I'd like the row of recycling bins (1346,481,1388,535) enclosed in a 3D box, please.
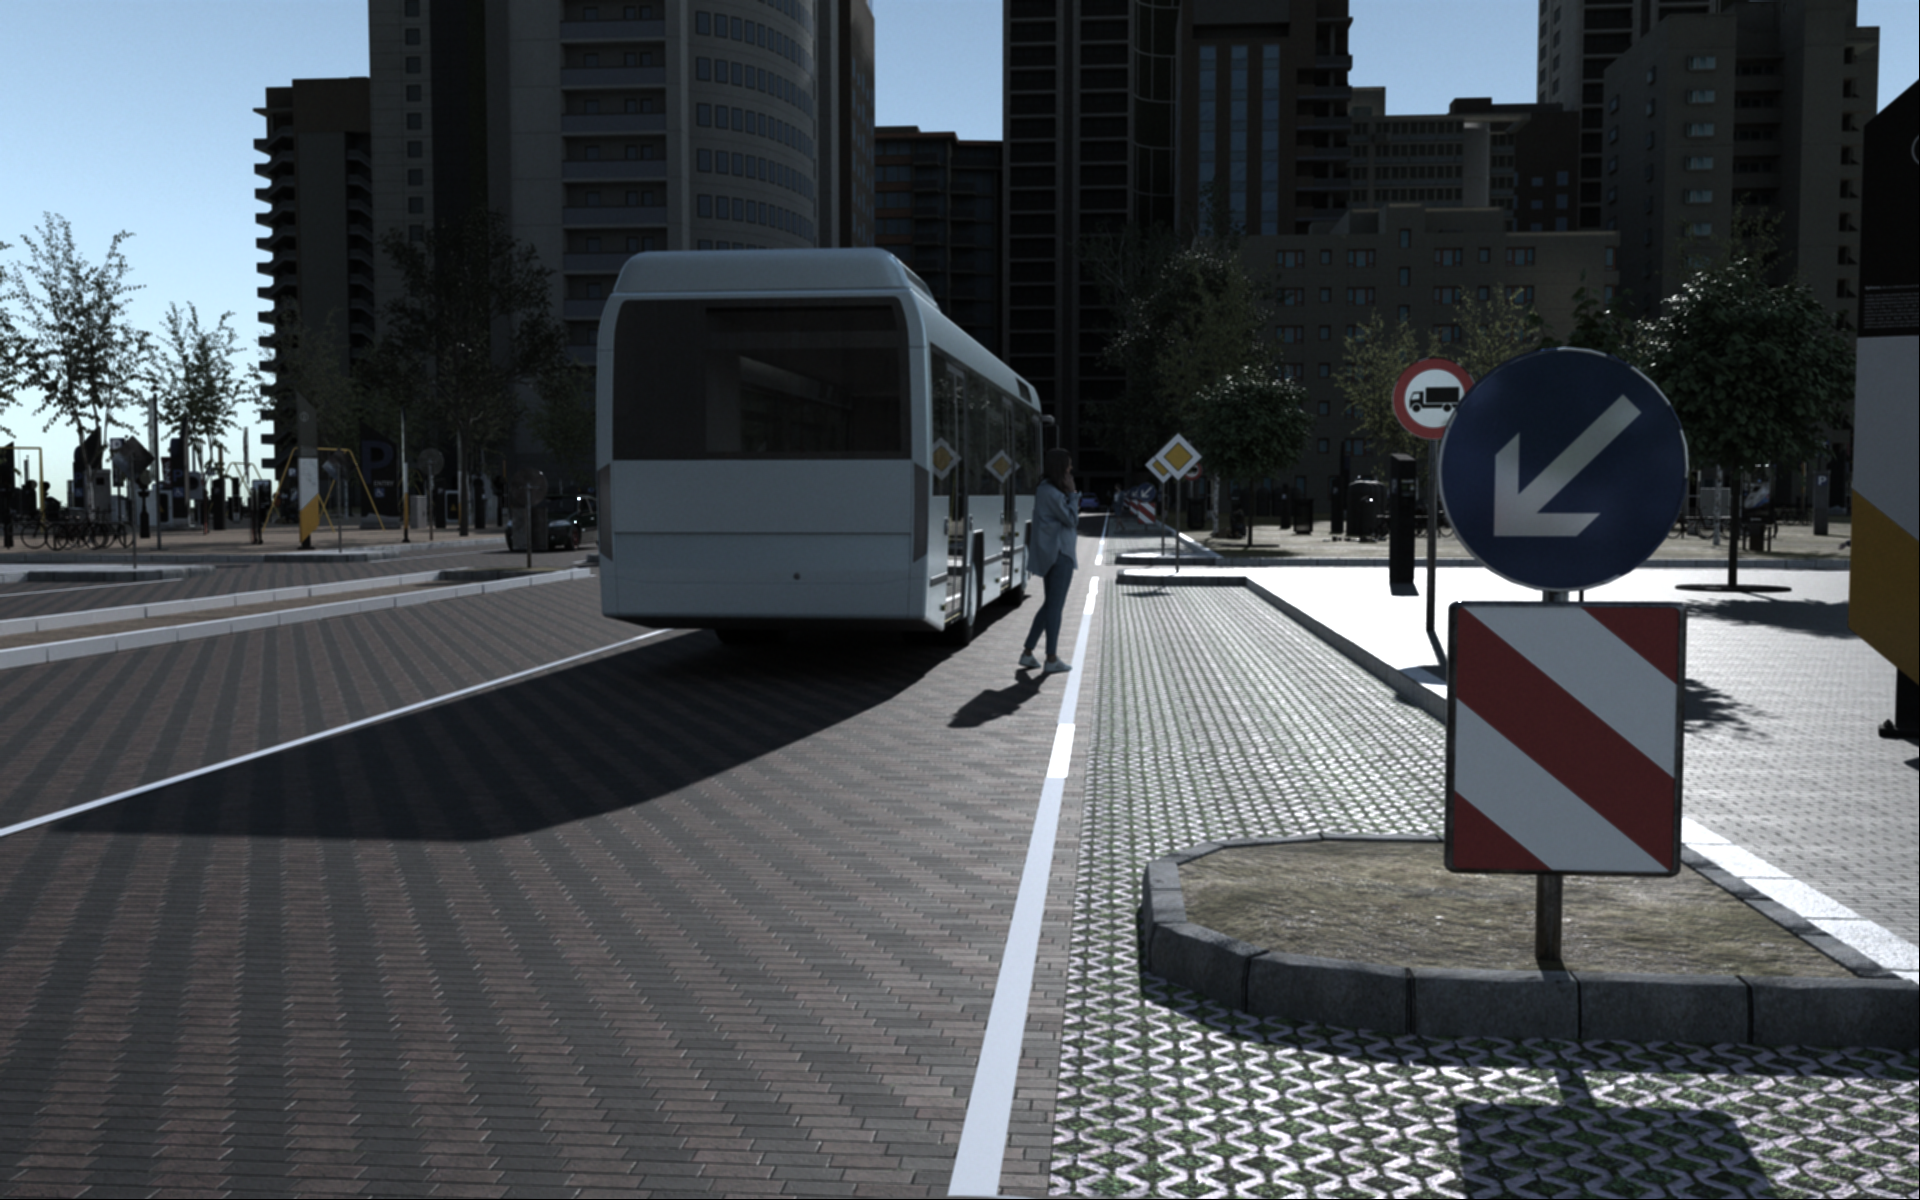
[{"bbox_3d":[13.235,-2.995,56.080,1.069,1.692,3.534,1,4,23],"label":"row of recycling bins"}]

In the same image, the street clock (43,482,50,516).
[{"bbox_3d":[-53.306,-5.895,100.957,0.471,2.002,0.358,0,4,8],"label":"street clock"}]

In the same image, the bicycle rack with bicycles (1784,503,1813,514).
[{"bbox_3d":[33.995,-3.586,72.015,2.925,0.926,2.852,1,4,22],"label":"bicycle rack with bicycles"}]

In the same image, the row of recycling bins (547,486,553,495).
[{"bbox_3d":[-21.671,-5.254,93.017,1.069,1.692,3.534,1,4,10],"label":"row of recycling bins"}]

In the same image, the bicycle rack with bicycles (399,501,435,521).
[{"bbox_3d":[-25.973,-4.289,83.505,2.925,0.926,2.852,-2,4,-24],"label":"bicycle rack with bicycles"}]

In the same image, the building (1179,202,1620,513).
[{"bbox_3d":[30.712,-17.392,129.399,27.650,21.520,28.899,0,4,5],"label":"building"}]

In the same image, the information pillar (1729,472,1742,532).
[{"bbox_3d":[25.701,-3.234,57.372,0.304,2.012,0.304,1,4,10],"label":"information pillar"}]

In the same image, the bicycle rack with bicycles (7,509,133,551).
[{"bbox_3d":[-20.807,-1.676,40.786,2.852,0.926,2.925,2,4,30],"label":"bicycle rack with bicycles"}]

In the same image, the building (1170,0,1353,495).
[{"bbox_3d":[25.914,-30.659,151.388,14.600,45.320,14.200,0,4,5],"label":"building"}]

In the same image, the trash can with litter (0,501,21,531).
[{"bbox_3d":[-34.311,-3.086,61.516,1.678,1.210,2.233,-2,4,-31],"label":"trash can with litter"}]

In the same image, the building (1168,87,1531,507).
[{"bbox_3d":[36.684,-29.249,170.101,32.217,40.220,23.993,0,4,5],"label":"building"}]

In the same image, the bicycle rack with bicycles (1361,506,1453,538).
[{"bbox_3d":[13.370,-2.352,51.834,2.925,0.926,2.852,0,4,-4],"label":"bicycle rack with bicycles"}]

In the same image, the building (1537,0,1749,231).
[{"bbox_3d":[79.199,-46.579,199.816,20.611,71.187,20.563,0,4,5],"label":"building"}]

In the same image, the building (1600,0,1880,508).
[{"bbox_3d":[76.042,-33.332,168.674,21.600,48.544,21.300,0,4,5],"label":"building"}]

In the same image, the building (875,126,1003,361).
[{"bbox_3d":[-8.714,-33.921,209.237,28.867,44.769,22.147,0,4,5],"label":"building"}]

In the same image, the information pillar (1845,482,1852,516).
[{"bbox_3d":[52.611,-5.992,102.468,0.304,2.012,0.304,-3,5,-43],"label":"information pillar"}]

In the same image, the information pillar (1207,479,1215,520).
[{"bbox_3d":[12.616,-5.047,87.017,0.304,2.012,0.304,-3,4,-36],"label":"information pillar"}]

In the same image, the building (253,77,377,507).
[{"bbox_3d":[-64.446,-32.655,184.027,14.200,45.320,14.600,0,4,5],"label":"building"}]

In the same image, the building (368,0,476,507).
[{"bbox_3d":[-46.664,-45.313,179.119,20.611,71.187,20.563,0,4,5],"label":"building"}]

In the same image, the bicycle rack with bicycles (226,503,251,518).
[{"bbox_3d":[-39.044,-4.956,94.419,2.925,0.926,2.852,-3,5,-41],"label":"bicycle rack with bicycles"}]

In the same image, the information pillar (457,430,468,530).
[{"bbox_3d":[-17.787,-4.317,61.934,0.504,3.616,0.183,3,4,39],"label":"information pillar"}]

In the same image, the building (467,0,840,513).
[{"bbox_3d":[-21.445,-35.783,127.048,21.231,58.520,28.212,0,4,5],"label":"building"}]

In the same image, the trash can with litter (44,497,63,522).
[{"bbox_3d":[-40.328,-4.030,77.283,0.624,1.170,1.055,1,4,19],"label":"trash can with litter"}]

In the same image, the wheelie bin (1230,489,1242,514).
[{"bbox_3d":[16.413,-5.780,102.404,0.980,1.594,0.693,3,5,40],"label":"wheelie bin"}]

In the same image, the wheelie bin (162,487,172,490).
[{"bbox_3d":[-36.534,-4.410,80.005,0.693,1.594,0.980,1,4,21],"label":"wheelie bin"}]

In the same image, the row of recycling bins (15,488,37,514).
[{"bbox_3d":[-59.645,-6.216,108.749,1.069,1.692,3.534,2,4,24],"label":"row of recycling bins"}]

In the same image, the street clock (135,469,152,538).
[{"bbox_3d":[-23.732,-2.802,50.375,0.358,2.002,0.471,2,4,24],"label":"street clock"}]

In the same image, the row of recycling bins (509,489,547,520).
[{"bbox_3d":[-14.968,-3.214,59.660,1.069,1.692,3.534,-1,4,-17],"label":"row of recycling bins"}]

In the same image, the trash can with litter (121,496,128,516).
[{"bbox_3d":[-48.624,-5.553,101.851,2.233,1.210,1.678,-1,4,-22],"label":"trash can with litter"}]

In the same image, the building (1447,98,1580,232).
[{"bbox_3d":[61.577,-33.564,198.884,14.200,45.320,14.600,0,4,5],"label":"building"}]

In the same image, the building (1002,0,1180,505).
[{"bbox_3d":[15.845,-46.913,205.287,20.611,71.187,20.563,0,4,5],"label":"building"}]

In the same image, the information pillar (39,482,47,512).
[{"bbox_3d":[-54.093,-5.976,102.191,0.304,2.012,0.304,-1,4,-15],"label":"information pillar"}]

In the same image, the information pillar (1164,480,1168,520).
[{"bbox_3d":[10.337,-5.071,87.406,0.304,2.012,0.304,0,4,3],"label":"information pillar"}]

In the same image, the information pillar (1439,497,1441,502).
[{"bbox_3d":[23.997,-5.780,85.864,0.504,3.616,0.183,2,4,27],"label":"information pillar"}]

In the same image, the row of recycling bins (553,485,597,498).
[{"bbox_3d":[-16.729,-4.402,79.082,1.069,1.692,3.534,3,4,36],"label":"row of recycling bins"}]

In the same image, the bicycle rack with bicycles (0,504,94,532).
[{"bbox_3d":[-34.296,-3.148,64.852,2.925,0.926,2.852,-1,4,-21],"label":"bicycle rack with bicycles"}]

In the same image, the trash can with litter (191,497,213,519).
[{"bbox_3d":[-38.617,-4.716,88.166,1.678,1.210,2.233,0,4,-3],"label":"trash can with litter"}]

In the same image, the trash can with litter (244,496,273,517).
[{"bbox_3d":[-40.241,-5.411,99.531,2.233,1.210,1.678,-1,4,-22],"label":"trash can with litter"}]

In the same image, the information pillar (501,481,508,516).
[{"bbox_3d":[-26.588,-5.906,101.063,0.304,2.012,0.304,1,4,15],"label":"information pillar"}]

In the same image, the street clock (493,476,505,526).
[{"bbox_3d":[-18.235,-3.915,68.581,0.471,2.002,0.358,-1,4,-18],"label":"street clock"}]

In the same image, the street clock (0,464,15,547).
[{"bbox_3d":[-23.128,-2.293,42.064,0.358,2.002,0.471,-1,4,-21],"label":"street clock"}]

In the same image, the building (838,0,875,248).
[{"bbox_3d":[-15.060,-30.461,148.141,14.600,45.320,14.200,0,4,5],"label":"building"}]

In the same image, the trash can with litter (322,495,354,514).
[{"bbox_3d":[-40.315,-6.162,111.801,2.233,1.210,1.678,0,4,-5],"label":"trash can with litter"}]

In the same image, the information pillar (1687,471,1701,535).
[{"bbox_3d":[23.000,-3.045,54.283,0.304,2.012,0.304,2,4,35],"label":"information pillar"}]

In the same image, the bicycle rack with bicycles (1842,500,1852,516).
[{"bbox_3d":[52.085,-5.279,99.698,2.852,0.926,2.925,3,5,42],"label":"bicycle rack with bicycles"}]

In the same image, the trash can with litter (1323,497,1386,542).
[{"bbox_3d":[10.782,-2.222,47.389,2.233,1.210,1.678,-1,4,-20],"label":"trash can with litter"}]

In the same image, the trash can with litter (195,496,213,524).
[{"bbox_3d":[-31.729,-3.777,73.147,1.055,1.170,0.624,-2,4,-28],"label":"trash can with litter"}]

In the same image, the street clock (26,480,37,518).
[{"bbox_3d":[-47.192,-5.108,88.083,0.471,2.002,0.358,-3,5,-44],"label":"street clock"}]

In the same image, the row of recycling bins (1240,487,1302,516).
[{"bbox_3d":[17.997,-5.688,100.119,3.534,1.692,1.069,0,4,5],"label":"row of recycling bins"}]

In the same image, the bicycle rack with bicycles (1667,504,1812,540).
[{"bbox_3d":[22.087,-2.215,49.593,2.852,0.926,2.925,-2,4,-32],"label":"bicycle rack with bicycles"}]

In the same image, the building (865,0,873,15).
[{"bbox_3d":[-21.131,-52.706,174.415,31.000,86.520,22.319,0,4,5],"label":"building"}]

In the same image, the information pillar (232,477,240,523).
[{"bbox_3d":[-31.797,-4.378,76.069,0.304,2.012,0.304,-1,4,-21],"label":"information pillar"}]
